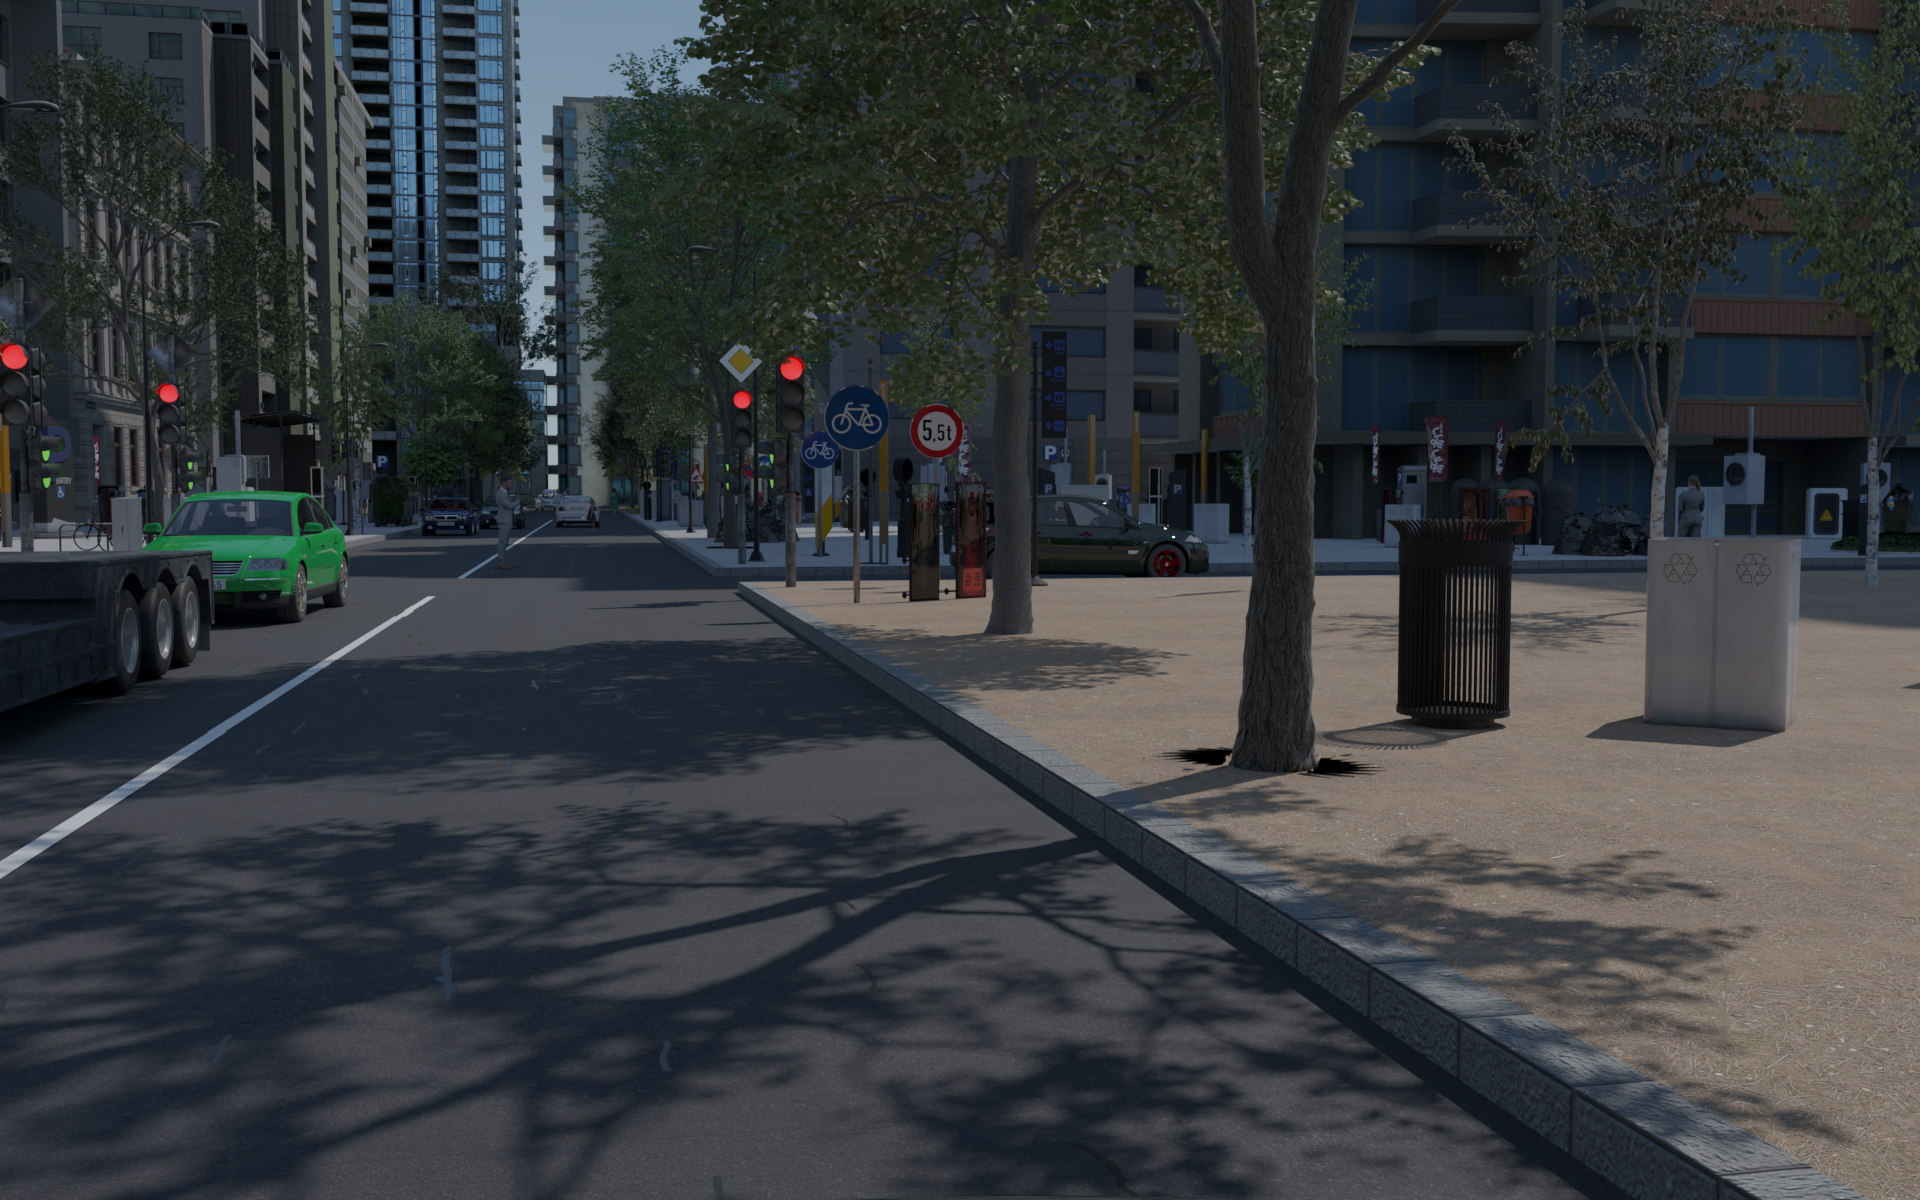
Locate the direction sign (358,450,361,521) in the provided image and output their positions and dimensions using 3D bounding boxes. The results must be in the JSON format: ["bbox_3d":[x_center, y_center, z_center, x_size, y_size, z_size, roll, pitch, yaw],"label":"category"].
[{"bbox_3d":[-28.289,-5.454,81.172,0.379,3.537,0.876,-2,4,-34],"label":"direction sign"}]

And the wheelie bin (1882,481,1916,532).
[{"bbox_3d":[23.119,-2.126,42.665,0.693,1.594,0.980,2,4,34],"label":"wheelie bin"}]

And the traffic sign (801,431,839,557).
[{"bbox_3d":[-2.844,-2.144,35.164,0.768,2.556,0.104,0,4,-4],"label":"traffic sign"}]

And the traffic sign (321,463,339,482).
[{"bbox_3d":[-25.587,-4.291,70.267,0.768,2.556,0.104,0,4,-3],"label":"traffic sign"}]

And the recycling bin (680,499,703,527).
[{"bbox_3d":[-10.605,-3.416,68.410,0.722,1.027,0.722,1,4,14],"label":"recycling bin"}]

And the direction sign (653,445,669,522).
[{"bbox_3d":[-13.924,-5.370,79.791,0.379,3.537,0.876,-3,4,-38],"label":"direction sign"}]

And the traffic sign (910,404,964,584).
[{"bbox_3d":[-0.326,-1.496,24.562,0.768,2.556,0.104,0,4,-3],"label":"traffic sign"}]

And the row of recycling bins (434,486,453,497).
[{"bbox_3d":[-28.358,-5.353,94.632,1.069,1.692,3.534,-2,4,-26],"label":"row of recycling bins"}]

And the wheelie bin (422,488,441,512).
[{"bbox_3d":[-26.475,-4.824,86.772,0.980,1.594,0.693,2,4,29],"label":"wheelie bin"}]

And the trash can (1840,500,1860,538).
[{"bbox_3d":[21.796,-1.864,42.125,0.748,1.137,0.748,0,3,0],"label":"trash can"}]

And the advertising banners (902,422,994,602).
[{"bbox_3d":[0.111,-1.531,21.218,2.074,3.025,0.090,-3,5,-41],"label":"advertising banners"}]

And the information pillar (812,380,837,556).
[{"bbox_3d":[-2.834,-2.720,35.825,0.183,3.616,0.504,2,4,33],"label":"information pillar"}]

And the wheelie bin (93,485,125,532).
[{"bbox_3d":[-29.104,-3.143,59.297,0.980,1.594,0.693,-2,4,-31],"label":"wheelie bin"}]

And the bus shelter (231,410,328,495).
[{"bbox_3d":[-20.054,-3.670,51.290,1.731,3.624,6.357,-1,4,-12],"label":"bus shelter"}]

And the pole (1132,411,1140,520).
[{"bbox_3d":[4.329,-2.989,42.713,0.158,3.312,0.155,0,3,0],"label":"pole"}]

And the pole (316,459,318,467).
[{"bbox_3d":[-37.674,-6.577,101.378,0.158,3.312,0.155,0,3,0],"label":"pole"}]

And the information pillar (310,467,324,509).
[{"bbox_3d":[-17.348,-2.586,46.774,0.304,2.012,0.304,-1,4,-15],"label":"information pillar"}]

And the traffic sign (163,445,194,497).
[{"bbox_3d":[-19.784,-2.679,43.901,0.768,2.556,0.104,0,4,-6],"label":"traffic sign"}]

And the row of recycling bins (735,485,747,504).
[{"bbox_3d":[-10.413,-4.526,81.110,1.069,1.692,3.534,-1,4,-11],"label":"row of recycling bins"}]

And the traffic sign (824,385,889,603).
[{"bbox_3d":[-1.214,-1.237,20.324,0.768,2.556,0.104,-1,4,-11],"label":"traffic sign"}]

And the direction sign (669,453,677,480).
[{"bbox_3d":[-15.936,-6.301,95.017,0.876,3.537,0.379,0,4,7],"label":"direction sign"}]

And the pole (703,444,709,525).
[{"bbox_3d":[-10.354,-4.700,70.695,0.158,3.312,0.155,0,3,0],"label":"pole"}]

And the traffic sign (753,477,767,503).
[{"bbox_3d":[-6.513,-3.559,58.201,0.884,2.594,0.081,0,4,-8],"label":"traffic sign"}]

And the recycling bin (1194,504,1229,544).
[{"bbox_3d":[6.557,-1.994,45.151,0.722,1.027,0.722,2,4,31],"label":"recycling bin"}]

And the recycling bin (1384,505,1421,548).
[{"bbox_3d":[10.588,-1.766,41.432,0.722,1.027,0.722,2,4,25],"label":"recycling bin"}]

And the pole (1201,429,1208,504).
[{"bbox_3d":[7.684,-3.707,54.461,0.158,3.312,0.155,0,3,0],"label":"pole"}]

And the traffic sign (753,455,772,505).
[{"bbox_3d":[-6.446,-3.491,57.191,0.768,2.556,0.104,-1,4,-10],"label":"traffic sign"}]

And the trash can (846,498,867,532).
[{"bbox_3d":[-3.625,-3.040,61.360,0.748,1.137,0.748,0,3,0],"label":"trash can"}]

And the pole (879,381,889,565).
[{"bbox_3d":[-1.379,-2.292,31.321,0.158,3.312,0.155,0,3,0],"label":"pole"}]

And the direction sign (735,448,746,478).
[{"bbox_3d":[-10.882,-5.742,85.876,0.379,3.537,0.876,-3,5,-43],"label":"direction sign"}]

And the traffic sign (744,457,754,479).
[{"bbox_3d":[-6.946,-3.580,58.644,0.768,2.556,0.104,0,4,-4],"label":"traffic sign"}]

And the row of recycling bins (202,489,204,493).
[{"bbox_3d":[-43.182,-5.350,94.587,3.534,1.692,1.069,-1,4,-21],"label":"row of recycling bins"}]

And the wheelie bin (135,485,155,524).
[{"bbox_3d":[-28.587,-3.242,60.918,0.693,1.594,0.980,-3,4,-37],"label":"wheelie bin"}]

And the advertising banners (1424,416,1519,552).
[{"bbox_3d":[11.375,-2.590,38.530,2.074,3.025,0.090,1,4,13],"label":"advertising banners"}]

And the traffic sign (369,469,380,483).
[{"bbox_3d":[-27.271,-4.857,80.590,0.795,2.450,0.064,0,4,-4],"label":"traffic sign"}]

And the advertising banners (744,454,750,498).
[{"bbox_3d":[-9.319,-4.868,75.778,0.090,3.025,2.074,0,4,-1],"label":"advertising banners"}]

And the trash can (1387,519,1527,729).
[{"bbox_3d":[2.748,0.124,9.630,0.748,1.137,0.748,0,3,0],"label":"trash can"}]

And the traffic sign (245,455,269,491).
[{"bbox_3d":[-18.613,-2.676,45.883,0.606,2.300,0.079,0,4,-4],"label":"traffic sign"}]

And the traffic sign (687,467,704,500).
[{"bbox_3d":[-12.426,-4.994,81.663,0.884,2.594,0.081,0,4,-4],"label":"traffic sign"}]

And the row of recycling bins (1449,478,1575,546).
[{"bbox_3d":[14.072,-2.276,44.322,1.069,1.692,3.534,-3,5,-39],"label":"row of recycling bins"}]

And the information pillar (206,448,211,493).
[{"bbox_3d":[-37.356,-5.795,86.107,0.183,3.616,0.504,-1,4,-13],"label":"information pillar"}]

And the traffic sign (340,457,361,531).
[{"bbox_3d":[-20.748,-3.606,59.071,0.768,2.556,0.104,0,4,-6],"label":"traffic sign"}]

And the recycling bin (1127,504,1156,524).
[{"bbox_3d":[4.740,-2.001,45.266,0.722,1.027,0.722,1,4,8],"label":"recycling bin"}]

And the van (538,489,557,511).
[{"bbox_3d":[-35.079,-8.644,148.341,2.013,2.044,4.112,-1,4,-13],"label":"van"}]

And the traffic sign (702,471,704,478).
[{"bbox_3d":[-11.904,-5.053,82.722,0.768,2.556,0.104,0,4,-6],"label":"traffic sign"}]

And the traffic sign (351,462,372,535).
[{"bbox_3d":[-18.894,-3.215,54.702,0.606,2.300,0.079,-1,4,-11],"label":"traffic sign"}]

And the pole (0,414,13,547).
[{"bbox_3d":[-22.932,-2.920,41.588,0.158,3.312,0.155,0,3,0],"label":"pole"}]

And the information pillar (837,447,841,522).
[{"bbox_3d":[-5.555,-5.349,78.810,0.183,3.616,0.504,2,4,25],"label":"information pillar"}]

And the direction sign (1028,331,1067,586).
[{"bbox_3d":[1.047,-1.968,24.170,0.876,3.537,0.379,0,4,-1],"label":"direction sign"}]

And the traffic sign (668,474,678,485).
[{"bbox_3d":[-16.174,-5.925,96.871,0.884,2.594,0.081,0,4,-6],"label":"traffic sign"}]

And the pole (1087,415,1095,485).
[{"bbox_3d":[3.385,-3.110,44.690,0.158,3.312,0.155,0,3,0],"label":"pole"}]

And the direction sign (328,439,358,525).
[{"bbox_3d":[-25.566,-4.878,71.759,0.876,3.537,0.379,-2,4,-30],"label":"direction sign"}]

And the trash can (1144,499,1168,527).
[{"bbox_3d":[5.642,-2.318,49.551,0.748,1.137,0.748,0,3,0],"label":"trash can"}]

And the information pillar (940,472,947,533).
[{"bbox_3d":[-0.624,-3.225,57.219,0.304,2.012,0.304,-1,4,-20],"label":"information pillar"}]

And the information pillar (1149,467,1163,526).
[{"bbox_3d":[5.335,-2.617,47.281,0.304,2.012,0.304,1,4,22],"label":"information pillar"}]

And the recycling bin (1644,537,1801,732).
[{"bbox_3d":[4.301,0.171,9.765,0.722,1.027,0.722,2,4,30],"label":"recycling bin"}]

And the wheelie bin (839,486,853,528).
[{"bbox_3d":[-4.203,-3.526,65.554,0.693,1.594,0.980,-1,4,-14],"label":"wheelie bin"}]

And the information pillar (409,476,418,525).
[{"bbox_3d":[-22.724,-4.128,71.988,0.304,2.012,0.304,0,4,1],"label":"information pillar"}]
